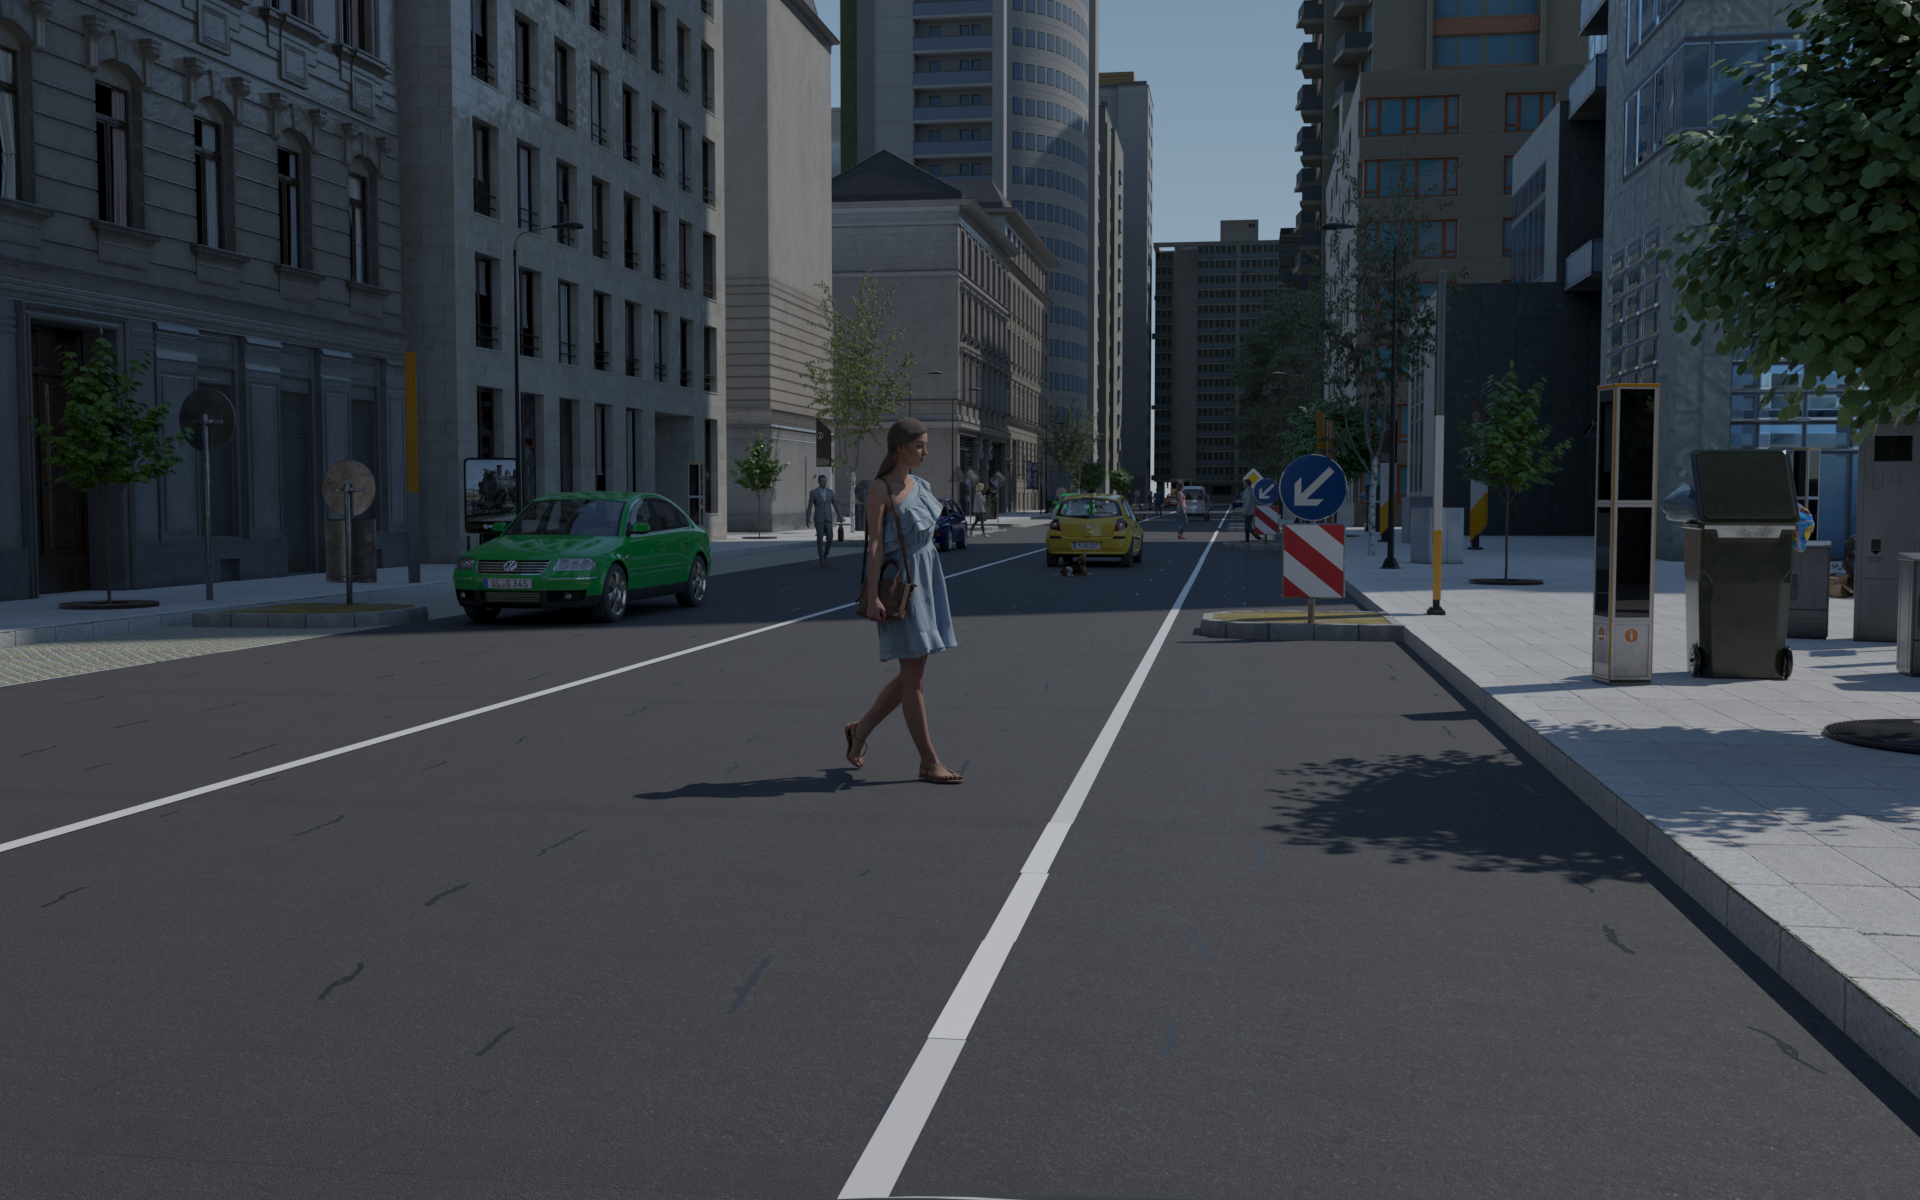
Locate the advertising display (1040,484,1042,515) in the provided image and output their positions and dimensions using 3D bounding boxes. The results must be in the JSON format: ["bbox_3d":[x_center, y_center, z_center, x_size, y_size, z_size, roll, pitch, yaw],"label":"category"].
[{"bbox_3d":[5.066,-6.296,108.149,0.123,1.923,0.974,0,4,3],"label":"advertising display"}]

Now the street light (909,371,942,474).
[{"bbox_3d":[-1.364,-5.697,65.692,1.470,5.913,1.316,1,4,9],"label":"street light"}]

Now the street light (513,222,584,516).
[{"bbox_3d":[-7.105,-3.500,29.768,1.470,5.913,1.316,1,4,9],"label":"street light"}]

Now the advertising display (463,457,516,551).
[{"bbox_3d":[-8.261,-1.554,30.625,0.974,1.923,0.123,-1,4,-17],"label":"advertising display"}]

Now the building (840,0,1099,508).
[{"bbox_3d":[1.574,-38.130,165.424,21.231,58.520,28.212,1,4,9],"label":"building"}]

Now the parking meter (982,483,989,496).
[{"bbox_3d":[1.341,-5.265,91.786,0.255,1.863,0.399,2,4,35],"label":"parking meter"}]

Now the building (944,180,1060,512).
[{"bbox_3d":[-1.805,-18.394,134.021,16.112,22.955,30.059,1,4,9],"label":"building"}]

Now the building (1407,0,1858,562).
[{"bbox_3d":[25.022,-44.738,44.131,22.319,86.520,31.000,1,4,9],"label":"building"}]

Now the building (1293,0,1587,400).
[{"bbox_3d":[34.953,-28.582,121.938,22.147,44.769,28.867,1,4,9],"label":"building"}]

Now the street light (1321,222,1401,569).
[{"bbox_3d":[6.874,-3.497,29.713,1.470,5.913,1.316,1,4,9],"label":"street light"}]

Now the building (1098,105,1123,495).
[{"bbox_3d":[8.900,-36.139,214.579,21.600,48.544,21.300,1,4,9],"label":"building"}]

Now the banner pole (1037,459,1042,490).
[{"bbox_3d":[5.454,-8.068,121.932,0.863,3.779,0.401,0,4,6],"label":"banner pole"}]

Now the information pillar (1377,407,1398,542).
[{"bbox_3d":[11.391,-3.347,46.073,0.183,3.616,0.504,-3,4,-37],"label":"information pillar"}]

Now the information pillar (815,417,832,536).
[{"bbox_3d":[-4.170,-3.764,52.894,0.504,3.616,0.183,1,4,19],"label":"information pillar"}]

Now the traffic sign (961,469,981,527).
[{"bbox_3d":[0.414,-3.938,68.025,0.795,2.450,0.064,1,4,9],"label":"traffic sign"}]

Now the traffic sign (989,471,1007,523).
[{"bbox_3d":[1.676,-4.420,75.911,0.795,2.450,0.064,1,4,9],"label":"traffic sign"}]

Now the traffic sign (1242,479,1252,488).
[{"bbox_3d":[12.480,-4.313,74.167,0.795,2.450,0.064,1,4,9],"label":"traffic sign"}]

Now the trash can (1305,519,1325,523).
[{"bbox_3d":[11.279,-2.652,55.018,0.748,1.137,0.748,0,3,0],"label":"trash can"}]

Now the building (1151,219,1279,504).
[{"bbox_3d":[39.779,-34.022,248.141,23.993,40.220,32.217,1,4,9],"label":"building"}]

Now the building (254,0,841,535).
[{"bbox_3d":[-14.337,-13.095,63.260,18.267,20.994,9.793,1,4,9],"label":"building"}]

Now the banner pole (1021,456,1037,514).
[{"bbox_3d":[4.410,-7.580,113.943,0.863,3.779,0.401,-2,4,-33],"label":"banner pole"}]

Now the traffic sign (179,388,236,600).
[{"bbox_3d":[-9.067,-1.269,20.855,0.768,2.556,0.104,1,4,12],"label":"traffic sign"}]

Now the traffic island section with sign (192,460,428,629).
[{"bbox_3d":[-7.080,-0.652,19.293,1.989,1.847,2.006,1,4,9],"label":"traffic island section with sign"}]

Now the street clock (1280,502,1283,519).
[{"bbox_3d":[16.578,-5.155,88.857,0.358,2.002,0.471,3,5,43],"label":"street clock"}]

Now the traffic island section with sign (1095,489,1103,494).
[{"bbox_3d":[10.302,-7.296,127.925,1.989,1.847,2.006,1,4,9],"label":"traffic island section with sign"}]

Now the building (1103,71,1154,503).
[{"bbox_3d":[13.084,-43.093,246.573,28.212,58.520,21.231,1,4,9],"label":"building"}]

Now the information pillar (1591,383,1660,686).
[{"bbox_3d":[4.485,-0.440,11.685,0.304,2.012,0.304,0,4,-2],"label":"information pillar"}]

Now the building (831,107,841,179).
[{"bbox_3d":[-16.911,-36.598,217.982,30.456,49.044,23.786,1,4,9],"label":"building"}]

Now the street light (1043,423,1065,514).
[{"bbox_3d":[6.159,-8.575,112.747,1.470,5.913,1.316,1,4,9],"label":"street light"}]

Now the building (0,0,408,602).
[{"bbox_3d":[-15.805,-10.587,22.243,9.793,20.994,18.267,1,4,9],"label":"building"}]

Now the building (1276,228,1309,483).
[{"bbox_3d":[41.563,-25.477,188.243,14.160,30.474,14.107,1,4,9],"label":"building"}]

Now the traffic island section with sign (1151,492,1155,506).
[{"bbox_3d":[22.375,-11.909,203.342,1.989,1.847,2.006,1,4,9],"label":"traffic island section with sign"}]

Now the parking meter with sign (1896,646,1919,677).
[{"bbox_3d":[7.532,-0.962,11.996,1.738,3.016,0.543,1,4,13],"label":"parking meter with sign"}]

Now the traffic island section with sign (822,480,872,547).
[{"bbox_3d":[-2.621,-2.358,47.173,1.989,1.847,2.006,1,4,9],"label":"traffic island section with sign"}]

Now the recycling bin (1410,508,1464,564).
[{"bbox_3d":[8.814,-1.190,32.012,0.722,1.027,0.722,-1,4,-15],"label":"recycling bin"}]

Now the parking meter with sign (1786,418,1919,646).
[{"bbox_3d":[8.164,-1.149,15.050,1.738,3.016,0.543,2,4,26],"label":"parking meter with sign"}]

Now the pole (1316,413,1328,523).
[{"bbox_3d":[9.041,-3.036,43.483,0.158,3.312,0.155,0,3,0],"label":"pole"}]

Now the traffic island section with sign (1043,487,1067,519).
[{"bbox_3d":[5.918,-5.620,100.515,1.989,1.847,2.006,1,4,9],"label":"traffic island section with sign"}]

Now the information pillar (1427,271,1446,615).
[{"bbox_3d":[5.102,-1.658,18.463,0.183,3.616,0.504,1,4,13],"label":"information pillar"}]

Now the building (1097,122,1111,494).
[{"bbox_3d":[8.613,-30.741,186.213,14.154,41.232,14.086,1,4,9],"label":"building"}]

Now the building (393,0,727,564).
[{"bbox_3d":[-12.943,-11.342,40.201,10.420,20.320,16.860,1,4,9],"label":"building"}]

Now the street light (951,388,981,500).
[{"bbox_3d":[0.209,-6.325,75.962,1.470,5.913,1.316,1,4,9],"label":"street light"}]

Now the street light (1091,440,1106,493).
[{"bbox_3d":[11.831,-10.773,148.681,1.470,5.913,1.316,1,4,9],"label":"street light"}]

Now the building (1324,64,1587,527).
[{"bbox_3d":[32.818,-14.532,82.636,28.899,21.520,27.650,1,4,9],"label":"building"}]

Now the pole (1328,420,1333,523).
[{"bbox_3d":[10.229,-3.309,47.951,0.158,3.312,0.155,0,3,0],"label":"pole"}]

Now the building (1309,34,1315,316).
[{"bbox_3d":[42.626,-44.646,168.208,20.563,71.187,20.611,1,4,9],"label":"building"}]

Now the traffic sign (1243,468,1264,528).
[{"bbox_3d":[11.218,-3.831,66.282,0.795,2.450,0.064,1,4,9],"label":"traffic sign"}]

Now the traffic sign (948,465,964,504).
[{"bbox_3d":[-0.102,-4.737,77.452,0.884,2.594,0.081,1,4,14],"label":"traffic sign"}]

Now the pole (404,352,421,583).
[{"bbox_3d":[-7.905,-1.905,24.991,0.158,3.312,0.155,0,3,0],"label":"pole"}]

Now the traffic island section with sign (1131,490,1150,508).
[{"bbox_3d":[18.120,-10.281,176.723,1.989,1.847,2.006,1,4,9],"label":"traffic island section with sign"}]

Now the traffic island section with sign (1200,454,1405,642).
[{"bbox_3d":[3.503,-0.567,17.897,1.989,1.847,2.006,1,4,9],"label":"traffic island section with sign"}]

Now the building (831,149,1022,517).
[{"bbox_3d":[-4.221,-15.163,98.821,10.553,20.767,40.483,1,4,9],"label":"building"}]

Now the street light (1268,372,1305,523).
[{"bbox_3d":[12.557,-5.717,66.020,1.470,5.913,1.316,1,4,9],"label":"street light"}]
